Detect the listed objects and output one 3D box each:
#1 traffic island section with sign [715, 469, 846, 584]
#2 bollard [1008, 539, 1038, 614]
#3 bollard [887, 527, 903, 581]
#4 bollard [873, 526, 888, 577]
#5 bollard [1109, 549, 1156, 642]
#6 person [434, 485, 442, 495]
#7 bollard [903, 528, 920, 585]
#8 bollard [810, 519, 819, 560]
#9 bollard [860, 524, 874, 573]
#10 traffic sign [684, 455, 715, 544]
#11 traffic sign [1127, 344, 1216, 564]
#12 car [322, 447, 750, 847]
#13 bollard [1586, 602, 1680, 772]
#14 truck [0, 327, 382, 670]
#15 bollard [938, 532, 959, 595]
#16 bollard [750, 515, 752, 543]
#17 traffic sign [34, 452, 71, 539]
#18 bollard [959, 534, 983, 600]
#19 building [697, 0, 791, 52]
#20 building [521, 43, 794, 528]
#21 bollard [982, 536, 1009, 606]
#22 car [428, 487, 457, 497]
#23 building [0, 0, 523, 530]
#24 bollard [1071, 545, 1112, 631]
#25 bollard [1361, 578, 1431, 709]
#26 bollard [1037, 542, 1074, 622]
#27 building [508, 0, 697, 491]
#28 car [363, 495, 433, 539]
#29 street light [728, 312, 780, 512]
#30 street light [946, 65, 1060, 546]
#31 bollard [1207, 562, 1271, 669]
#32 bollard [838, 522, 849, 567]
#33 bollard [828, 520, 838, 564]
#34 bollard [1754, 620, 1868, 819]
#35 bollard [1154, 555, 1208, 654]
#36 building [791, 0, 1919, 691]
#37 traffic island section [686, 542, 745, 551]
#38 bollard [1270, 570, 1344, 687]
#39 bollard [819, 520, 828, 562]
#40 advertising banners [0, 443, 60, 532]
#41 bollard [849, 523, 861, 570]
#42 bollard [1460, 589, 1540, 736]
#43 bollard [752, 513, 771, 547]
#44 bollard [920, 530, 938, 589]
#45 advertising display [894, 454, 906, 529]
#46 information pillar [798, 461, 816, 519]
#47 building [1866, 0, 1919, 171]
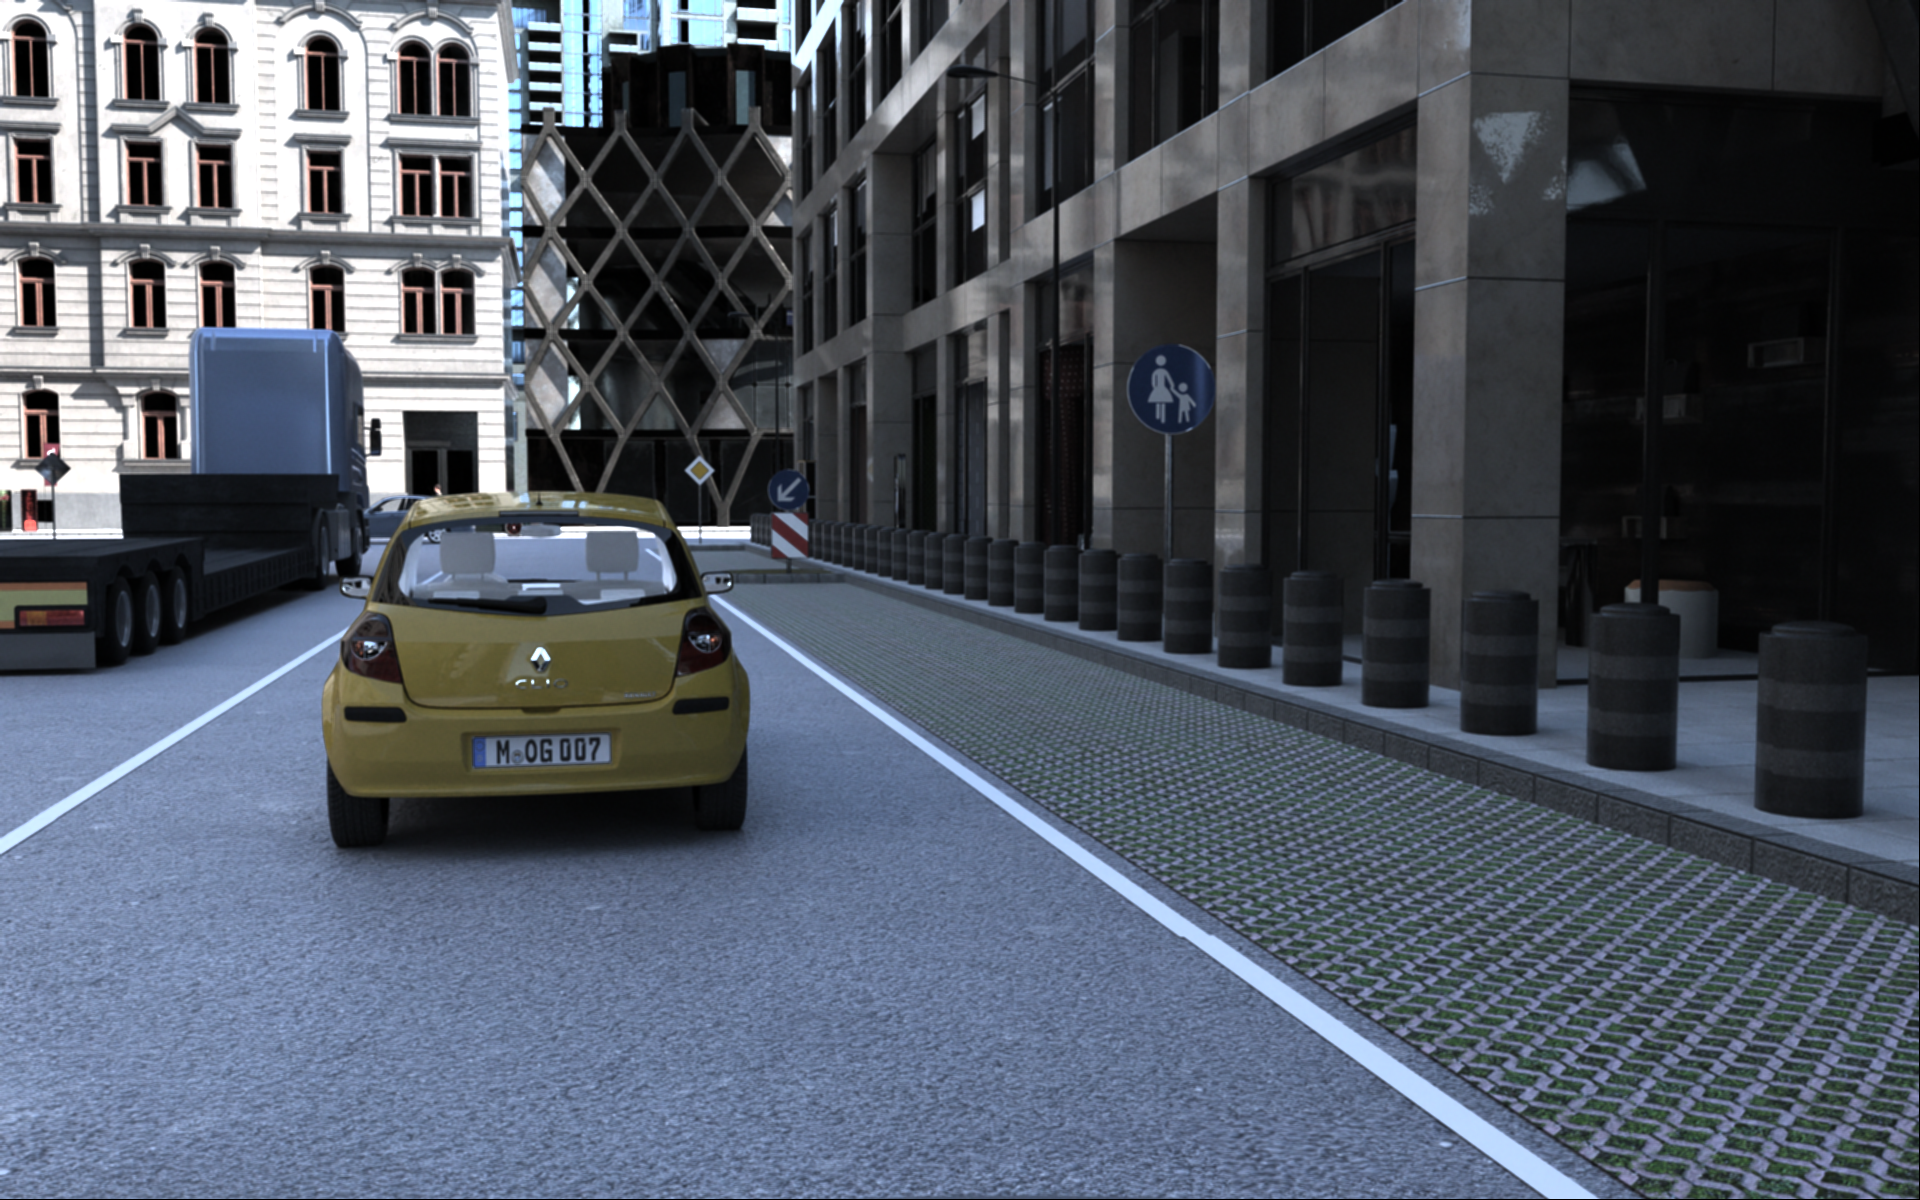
[{"bbox_3d":[-3.006,-1.212,28.449,1.989,1.847,2.006,-1,4,-13],"label":"traffic island section with sign"},{"bbox_3d":[0.789,-0.246,18.744,0.404,0.777,0.398,0,3,0],"label":"bollard"},{"bbox_3d":[-0.815,-0.679,25.811,0.404,0.777,0.398,0,3,0],"label":"bollard"},{"bbox_3d":[-1.080,-0.750,26.983,0.404,0.777,0.398,0,3,0],"label":"bollard"},{"bbox_3d":[1.583,-0.031,15.220,0.404,0.777,0.398,0,3,0],"label":"bollard"},{"bbox_3d":[-18.201,-3.112,59.912,0.750,1.759,0.617,0,4,4],"label":"person"},{"bbox_3d":[-0.545,-0.606,24.631,0.404,0.777,0.398,0,3,0],"label":"bollard"},{"bbox_3d":[-2.678,-1.182,34.042,0.404,0.777,0.398,0,3,0],"label":"bollard"},{"bbox_3d":[-1.346,-0.822,28.155,0.404,0.777,0.398,0,3,0],"label":"bollard"},{"bbox_3d":[-6.688,-2.501,44.531,0.795,2.450,0.064,-1,4,-13],"label":"traffic sign"},{"bbox_3d":[1.790,-0.898,14.789,0.768,2.556,0.104,0,4,-6],"label":"traffic sign"},{"bbox_3d":[-2.075,0.100,8.594,2.015,1.641,3.980,-1,4,-13],"label":"car"},{"bbox_3d":[3.178,0.400,8.177,0.404,0.777,0.398,0,3,0],"label":"bollard"},{"bbox_3d":[-9.990,-2.001,22.479,2.967,4.110,18.799,-1,4,-12],"label":"truck"},{"bbox_3d":[-0.016,-0.463,22.283,0.404,0.777,0.398,0,3,0],"label":"bollard"},{"bbox_3d":[-5.345,-1.902,45.818,0.404,0.777,0.398,0,3,0],"label":"bollard"},{"bbox_3d":[-21.562,-2.297,41.197,0.795,2.450,0.064,-1,4,-13],"label":"traffic sign"},{"bbox_3d":[0.253,-0.391,21.111,0.404,0.777,0.398,0,3,0],"label":"bollard"},{"bbox_3d":[-24.297,-53.362,185.144,22.319,86.520,31.000,-1,4,-13],"label":"building"},{"bbox_3d":[-9.762,-12.610,73.626,16.811,18.784,16.820,-1,4,-13],"label":"building"},{"bbox_3d":[0.522,-0.319,19.930,0.404,0.777,0.398,0,3,0],"label":"bollard"},{"bbox_3d":[-16.232,-2.965,58.264,4.222,1.686,2.009,-1,4,-12],"label":"car"},{"bbox_3d":[-29.190,-17.147,67.744,23.554,28.519,14.401,-1,4,-13],"label":"building"},{"bbox_3d":[1.324,-0.103,16.394,0.404,0.777,0.398,0,3,0],"label":"bollard"},{"bbox_3d":[2.649,0.256,10.524,0.404,0.777,0.398,0,3,0],"label":"bollard"},{"bbox_3d":[1.053,-0.175,17.572,0.404,0.777,0.398,0,3,0],"label":"bollard"},{"bbox_3d":[-51.503,-56.046,229.020,31.000,86.520,22.319,-1,4,-13],"label":"building"},{"bbox_3d":[-16.450,-2.353,50.475,4.499,1.417,2.014,-1,4,-11],"label":"car"},{"bbox_3d":[-5.240,-4.403,44.529,1.470,5.913,1.316,-1,4,-13],"label":"street light"},{"bbox_3d":[0.534,-2.845,19.049,1.470,5.913,1.316,-1,4,-13],"label":"street light"},{"bbox_3d":[2.117,0.113,12.870,0.404,0.777,0.398,0,3,0],"label":"bollard"},{"bbox_3d":[-1.875,-0.966,30.504,0.404,0.777,0.398,0,3,0],"label":"bollard"},{"bbox_3d":[-2.143,-1.038,31.693,0.404,0.777,0.398,0,3,0],"label":"bollard"},{"bbox_3d":[3.441,0.472,7.004,0.404,0.777,0.398,0,3,0],"label":"bollard"},{"bbox_3d":[1.851,0.041,14.042,0.404,0.777,0.398,0,3,0],"label":"bollard"},{"bbox_3d":[8.865,-13.737,29.117,19.350,26.468,34.151,-1,4,-13],"label":"building"},{"bbox_3d":[-6.667,-1.366,44.613,2.009,0.180,2.903,-1,4,-13],"label":"traffic island section"},{"bbox_3d":[2.383,0.185,11.696,0.404,0.777,0.398,0,3,0],"label":"bollard"},{"bbox_3d":[-2.409,-1.110,32.865,0.404,0.777,0.398,0,3,0],"label":"bollard"},{"bbox_3d":[-31.719,-3.837,58.915,2.074,3.025,0.090,-2,4,-35],"label":"advertising banners"},{"bbox_3d":[-1.609,-0.894,29.328,0.404,0.777,0.398,0,3,0],"label":"bollard"},{"bbox_3d":[2.913,0.328,9.351,0.404,0.777,0.398,0,3,0],"label":"bollard"},{"bbox_3d":[-5.074,-1.831,44.647,0.404,0.777,0.398,0,3,0],"label":"bollard"},{"bbox_3d":[-0.277,-0.534,23.456,0.404,0.777,0.398,0,3,0],"label":"bollard"},{"bbox_3d":[-0.975,-1.400,28.104,0.123,1.923,0.974,0,4,-6],"label":"advertising display"},{"bbox_3d":[-3.370,-2.063,38.215,0.304,2.012,0.304,-3,4,-37],"label":"information pillar"},{"bbox_3d":[13.883,-8.376,4.400,16.820,18.784,16.811,-1,4,-13],"label":"building"}]
